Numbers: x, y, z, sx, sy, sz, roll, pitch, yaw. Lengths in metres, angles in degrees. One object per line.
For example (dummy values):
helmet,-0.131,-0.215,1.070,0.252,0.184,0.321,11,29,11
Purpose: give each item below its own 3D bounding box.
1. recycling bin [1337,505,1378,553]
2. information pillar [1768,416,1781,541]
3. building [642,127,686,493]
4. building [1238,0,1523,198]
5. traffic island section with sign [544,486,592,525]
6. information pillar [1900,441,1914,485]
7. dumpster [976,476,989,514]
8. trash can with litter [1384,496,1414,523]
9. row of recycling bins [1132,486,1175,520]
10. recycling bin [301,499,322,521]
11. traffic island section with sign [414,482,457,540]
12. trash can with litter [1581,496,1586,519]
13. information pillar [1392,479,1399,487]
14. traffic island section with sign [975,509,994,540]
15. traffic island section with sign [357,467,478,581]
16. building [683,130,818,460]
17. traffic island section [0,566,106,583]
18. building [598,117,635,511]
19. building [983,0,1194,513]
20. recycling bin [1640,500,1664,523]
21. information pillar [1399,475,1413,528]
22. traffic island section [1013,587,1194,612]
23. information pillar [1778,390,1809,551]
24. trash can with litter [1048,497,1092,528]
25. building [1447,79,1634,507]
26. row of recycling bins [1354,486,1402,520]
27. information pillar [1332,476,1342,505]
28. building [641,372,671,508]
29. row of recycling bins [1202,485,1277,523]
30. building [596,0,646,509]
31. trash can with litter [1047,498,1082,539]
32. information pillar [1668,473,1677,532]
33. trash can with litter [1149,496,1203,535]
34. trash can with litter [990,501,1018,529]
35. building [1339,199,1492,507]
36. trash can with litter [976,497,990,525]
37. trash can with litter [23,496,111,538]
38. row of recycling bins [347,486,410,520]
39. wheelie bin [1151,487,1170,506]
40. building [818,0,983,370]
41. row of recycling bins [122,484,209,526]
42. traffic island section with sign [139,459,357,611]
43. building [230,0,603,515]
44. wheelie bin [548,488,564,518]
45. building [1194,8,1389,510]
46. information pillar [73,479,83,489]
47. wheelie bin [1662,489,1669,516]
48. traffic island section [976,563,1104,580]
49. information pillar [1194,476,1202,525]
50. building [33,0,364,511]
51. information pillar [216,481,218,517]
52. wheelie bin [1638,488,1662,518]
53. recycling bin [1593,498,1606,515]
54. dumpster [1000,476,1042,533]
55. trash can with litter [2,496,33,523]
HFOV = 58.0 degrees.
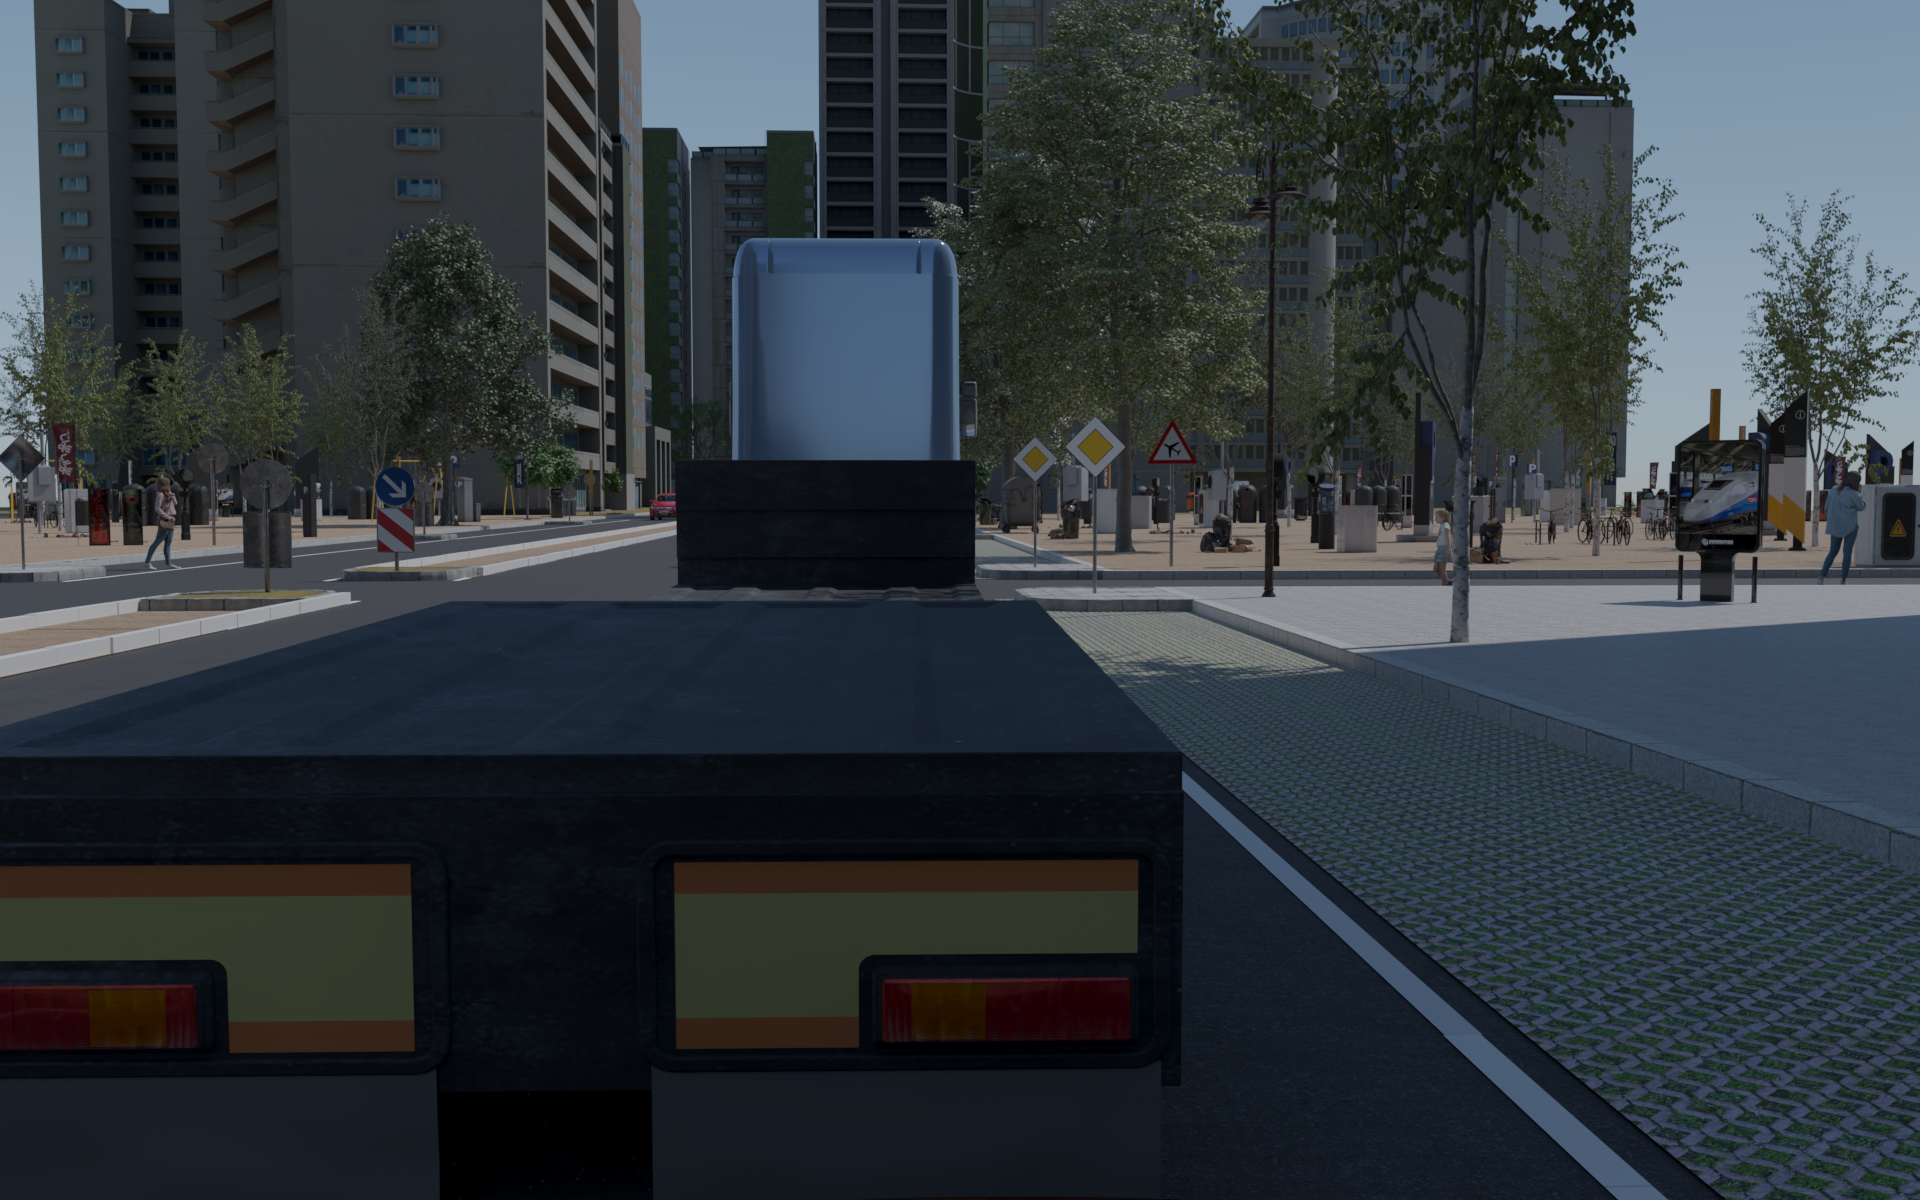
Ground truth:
recycling bin,8.773,-1.573,38.267,0.722,1.027,0.722,0,4,-3
information pillar,22.459,-3.434,47.494,0.504,3.616,0.183,2,4,26
building,-37.978,-31.351,196.188,14.086,41.232,14.154,0,4,-3
building,47.944,-40.464,203.584,28.212,58.520,21.231,0,4,-3
traffic island section with sign,-18.372,-4.449,81.377,1.989,1.847,2.006,0,4,-3
information pillar,41.286,-5.147,75.501,0.504,3.616,0.183,1,4,18
dumpster,0.621,-4.962,83.620,1.502,2.255,1.985,0,4,-3
trash can with litter,19.821,-4.085,77.844,2.233,1.210,1.678,1,4,22
row of recycling bins,9.159,-4.780,85.264,1.069,1.692,3.534,-3,5,-44
recycling bin,-30.984,-4.293,82.738,0.722,1.027,0.722,1,4,9
traffic island section with sign,-16.936,-2.803,54.460,1.989,1.847,2.006,0,4,-3
trash can with litter,31.847,-4.704,88.290,0.624,1.170,1.055,0,4,5
information pillar,21.933,-5.052,87.099,0.304,2.012,0.304,-1,4,-13
traffic island section with sign,0.033,-2.831,54.907,1.989,1.847,2.006,0,4,-3
traffic island section with sign,-9.418,-1.303,29.433,2.006,1.907,1.989,0,4,-3
building,-23.246,-31.442,197.669,14.086,41.232,14.154,0,4,-3
traffic island section,-15.933,-0.437,29.433,2.009,0.180,2.903,0,4,-3
building,-33.063,-22.079,132.695,14.160,30.474,14.107,0,4,-3
building,8.518,-26.895,123.333,14.154,41.232,14.086,0,4,-3
recycling bin,30.463,-3.894,76.218,0.722,1.027,0.722,-3,4,-39
information pillar,16.894,-3.730,65.483,0.304,2.012,0.304,-1,4,-15
traffic island section,1.758,-0.005,22.369,2.009,0.180,2.903,0,4,-3
information pillar,18.919,-2.926,39.197,0.504,3.616,0.183,3,5,44
trash can with litter,4.390,-3.313,65.224,2.233,1.210,1.678,2,4,35
building,57.853,-30.035,174.660,14.086,41.232,14.154,0,4,-3
row of recycling bins,20.769,-4.750,84.776,3.534,1.692,1.069,-2,4,-33
information pillar,15.344,-4.040,70.545,0.304,2.012,0.304,2,4,31
building,-44.389,-51.976,162.472,31.000,86.520,22.319,0,4,-3
row of recycling bins,12.358,-4.289,77.235,3.534,1.692,1.069,0,4,8
building,-34.636,-30.357,146.455,14.600,45.320,14.200,0,4,-3
trash can with litter,2.951,-2.327,49.426,1.055,1.170,0.624,3,5,41
information pillar,24.465,-3.355,59.339,0.304,2.012,0.304,2,4,33
trash can with litter,6.987,-2.741,55.872,2.233,1.210,1.678,-1,4,-23
trash can with litter,1.713,-3.155,62.967,0.624,1.170,1.055,-2,4,-27
building,43.803,-24.560,173.251,14.107,30.474,14.160,0,4,-3
trash can with litter,1.119,-3.684,71.613,0.624,1.170,1.055,2,4,34
trash can with litter,-26.394,-2.465,51.357,2.233,1.210,1.678,-2,4,-34
row of recycling bins,-29.477,-4.949,88.024,1.069,1.692,3.534,2,4,34
wheelie bin,9.426,-4.490,81.327,0.980,1.594,0.693,-1,4,-10
building,-5.741,-46.617,200.433,20.611,71.187,20.563,0,4,-3
row of recycling bins,-32.176,-3.864,70.281,1.069,1.692,3.534,2,4,35
traffic island section with sign,-9.034,-0.850,22.036,2.006,1.907,1.989,0,4,-3
building,-36.104,-29.965,113.636,21.300,48.544,21.600,0,4,-3
wheelie bin,-21.466,-5.162,92.308,0.980,1.594,0.693,-1,4,-15
building,16.011,-27.579,142.791,32.217,40.220,23.993,0,4,-3
information pillar,-42.223,-4.798,82.937,0.304,2.012,0.304,0,4,7
wheelie bin,41.924,-5.840,103.398,0.980,1.594,0.693,-3,5,-43
traffic island section,1.334,-0.493,30.343,2.009,0.180,2.903,0,4,-3
information pillar,9.752,-4.064,70.933,0.304,2.012,0.304,1,4,14
building,-71.042,-33.013,163.461,21.600,48.544,21.300,0,4,-3
information pillar,-40.428,-5.462,93.798,0.304,2.012,0.304,0,4,8
wheelie bin,36.874,-5.203,92.979,0.693,1.594,0.980,-1,4,-22
recycling bin,38.651,-5.631,104.627,0.722,1.027,0.722,1,4,22
dumpster,2.025,-3.143,57.147,1.264,1.857,1.865,0,4,-3
trash can with litter,-41.748,-4.013,76.663,1.678,1.210,2.233,-1,4,-14
